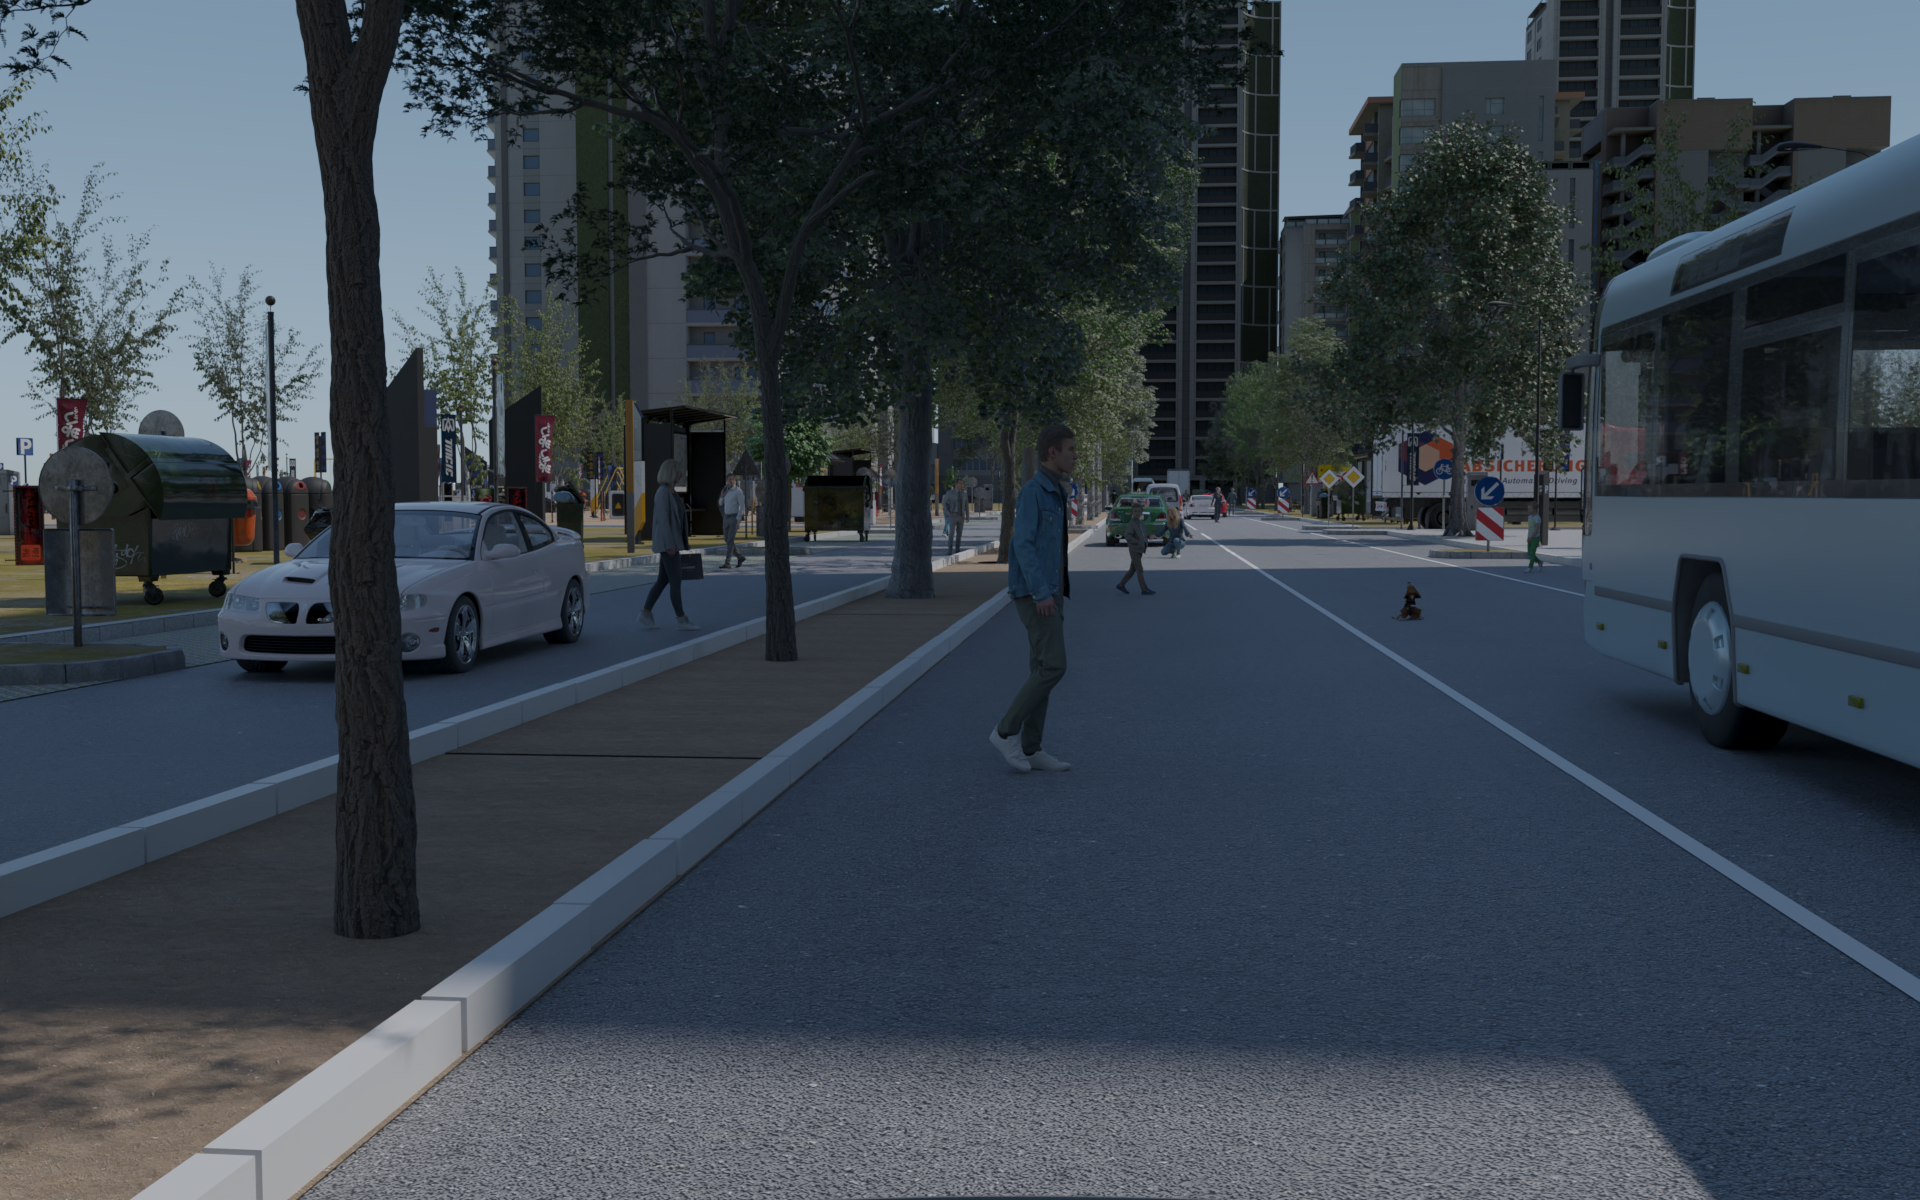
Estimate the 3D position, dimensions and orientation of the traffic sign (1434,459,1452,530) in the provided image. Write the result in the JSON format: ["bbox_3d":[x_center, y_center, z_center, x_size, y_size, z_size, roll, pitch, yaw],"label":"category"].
[{"bbox_3d":[17.367,-3.795,62.147,0.768,2.556,0.104,0,4,7],"label":"traffic sign"}]

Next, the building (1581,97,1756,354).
[{"bbox_3d":[77.961,-33.220,193.253,14.200,45.320,14.600,0,4,6],"label":"building"}]

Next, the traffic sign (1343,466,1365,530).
[{"bbox_3d":[14.015,-3.553,61.732,0.795,2.450,0.064,0,4,6],"label":"traffic sign"}]

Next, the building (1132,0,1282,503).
[{"bbox_3d":[35.433,-49.629,249.680,20.611,71.187,20.563,0,4,6],"label":"building"}]

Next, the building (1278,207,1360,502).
[{"bbox_3d":[52.728,-34.413,246.238,14.086,41.232,14.154,0,4,6],"label":"building"}]

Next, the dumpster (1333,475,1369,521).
[{"bbox_3d":[18.741,-4.929,83.085,1.502,2.255,1.985,0,4,6],"label":"dumpster"}]

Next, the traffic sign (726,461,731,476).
[{"bbox_3d":[-8.769,-3.873,63.437,0.768,2.556,0.104,1,4,11],"label":"traffic sign"}]

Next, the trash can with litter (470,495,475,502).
[{"bbox_3d":[-24.294,-4.667,87.368,2.233,1.210,1.678,-1,4,-14],"label":"trash can with litter"}]

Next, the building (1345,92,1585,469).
[{"bbox_3d":[53.957,-32.639,188.279,22.147,44.769,28.867,0,4,6],"label":"building"}]

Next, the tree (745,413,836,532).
[{"bbox_3d":[-5.791,-4.576,58.537,4.285,4.588,4.351,0,3,0],"label":"tree"}]

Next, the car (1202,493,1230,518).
[{"bbox_3d":[15.639,-6.016,107.405,2.155,1.783,4.494,0,4,7],"label":"car"}]

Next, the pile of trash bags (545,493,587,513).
[{"bbox_3d":[-27.028,-6.637,118.267,3.447,1.369,1.912,1,4,18],"label":"pile of trash bags"}]

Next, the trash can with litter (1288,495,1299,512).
[{"bbox_3d":[23.196,-6.836,122.824,1.678,1.210,2.233,1,4,22],"label":"trash can with litter"}]

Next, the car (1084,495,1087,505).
[{"bbox_3d":[14.452,-11.500,200.393,2.083,1.381,4.827,0,4,5],"label":"car"}]

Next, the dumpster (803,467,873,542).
[{"bbox_3d":[-3.666,-2.872,51.912,1.985,2.255,1.502,0,4,7],"label":"dumpster"}]

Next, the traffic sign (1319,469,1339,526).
[{"bbox_3d":[14.839,-4.039,69.675,0.795,2.450,0.064,0,4,6],"label":"traffic sign"}]

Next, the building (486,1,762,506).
[{"bbox_3d":[-39.476,-40.410,202.700,28.212,58.520,21.231,0,4,6],"label":"building"}]

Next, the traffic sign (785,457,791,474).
[{"bbox_3d":[-5.729,-3.338,54.675,0.768,2.556,0.104,0,4,8],"label":"traffic sign"}]

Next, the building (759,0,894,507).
[{"bbox_3d":[-18.617,-37.911,161.844,21.231,58.520,28.212,0,4,6],"label":"building"}]

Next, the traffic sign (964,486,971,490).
[{"bbox_3d":[0.358,-7.691,125.754,0.884,2.594,0.081,1,4,15],"label":"traffic sign"}]

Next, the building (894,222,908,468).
[{"bbox_3d":[-15.053,-46.531,199.038,20.611,71.187,20.563,0,4,6],"label":"building"}]

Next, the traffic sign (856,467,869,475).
[{"bbox_3d":[-4.591,-5.033,82.396,0.768,2.556,0.104,1,4,13],"label":"traffic sign"}]

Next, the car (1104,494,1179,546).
[{"bbox_3d":[5.112,-2.274,48.976,2.131,1.459,4.920,0,4,8],"label":"car"}]

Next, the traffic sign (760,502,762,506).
[{"bbox_3d":[-8.306,-4.408,72.180,0.768,2.556,0.104,1,4,12],"label":"traffic sign"}]

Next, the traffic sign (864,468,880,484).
[{"bbox_3d":[-3.887,-4.544,75.487,0.795,2.450,0.064,1,4,12],"label":"traffic sign"}]

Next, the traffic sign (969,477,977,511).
[{"bbox_3d":[0.914,-7.907,129.386,0.768,2.556,0.104,0,4,7],"label":"traffic sign"}]

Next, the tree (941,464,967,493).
[{"bbox_3d":[-0.535,-7.110,110.851,1.663,3.219,1.824,0,3,0],"label":"tree"}]

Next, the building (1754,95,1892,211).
[{"bbox_3d":[92.133,-33.159,192.256,14.200,45.320,14.600,0,4,6],"label":"building"}]

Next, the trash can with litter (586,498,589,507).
[{"bbox_3d":[-29.085,-7.511,134.184,0.624,1.170,1.055,1,4,13],"label":"trash can with litter"}]

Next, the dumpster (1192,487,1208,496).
[{"bbox_3d":[29.566,-12.746,213.342,1.985,2.255,1.502,0,4,6],"label":"dumpster"}]

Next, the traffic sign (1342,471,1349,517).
[{"bbox_3d":[21.642,-5.895,96.483,0.768,2.556,0.104,1,4,16],"label":"traffic sign"}]

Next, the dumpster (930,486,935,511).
[{"bbox_3d":[-2.224,-5.643,94.751,1.502,2.255,1.985,0,4,6],"label":"dumpster"}]

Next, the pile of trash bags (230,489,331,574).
[{"bbox_3d":[-10.295,-1.124,28.124,3.447,1.369,1.912,0,4,-2],"label":"pile of trash bags"}]

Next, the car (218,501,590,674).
[{"bbox_3d":[-4.734,-0.186,15.401,2.083,1.381,4.827,0,4,5],"label":"car"}]

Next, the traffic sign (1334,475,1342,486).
[{"bbox_3d":[25.141,-7.059,115.526,0.768,2.556,0.104,0,4,7],"label":"traffic sign"}]

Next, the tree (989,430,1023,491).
[{"bbox_3d":[4.142,-12.025,146.969,4.360,8.622,3.978,0,3,0],"label":"tree"}]

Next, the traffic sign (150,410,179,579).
[{"bbox_3d":[-12.085,-1.596,26.206,0.768,2.556,0.104,1,4,9],"label":"traffic sign"}]

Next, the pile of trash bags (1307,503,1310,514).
[{"bbox_3d":[22.772,-6.019,108.160,1.912,1.369,3.447,0,4,5],"label":"pile of trash bags"}]

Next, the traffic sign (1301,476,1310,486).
[{"bbox_3d":[23.802,-7.266,118.904,0.768,2.556,0.104,1,4,8],"label":"traffic sign"}]

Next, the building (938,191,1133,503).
[{"bbox_3d":[11.184,-43.479,252.881,28.212,58.520,21.231,0,4,6],"label":"building"}]

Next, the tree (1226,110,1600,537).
[{"bbox_3d":[15.003,-8.262,52.090,9.611,12.733,9.660,0,3,0],"label":"tree"}]

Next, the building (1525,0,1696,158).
[{"bbox_3d":[91.893,-49.310,244.473,20.611,71.187,20.563,0,4,6],"label":"building"}]

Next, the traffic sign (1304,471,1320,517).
[{"bbox_3d":[19.379,-5.833,95.370,0.884,2.594,0.081,1,4,12],"label":"traffic sign"}]

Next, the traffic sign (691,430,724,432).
[{"bbox_3d":[-8.595,-3.751,55.204,2.265,3.308,0.079,1,4,10],"label":"traffic sign"}]

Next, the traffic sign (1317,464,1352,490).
[{"bbox_3d":[25.071,-7.464,115.904,2.265,3.308,0.079,1,4,9],"label":"traffic sign"}]

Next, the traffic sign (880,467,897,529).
[{"bbox_3d":[-2.539,-3.659,63.464,0.795,2.450,0.064,0,4,6],"label":"traffic sign"}]

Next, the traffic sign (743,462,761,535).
[{"bbox_3d":[-6.538,-3.200,54.454,0.606,2.300,0.079,1,4,10],"label":"traffic sign"}]

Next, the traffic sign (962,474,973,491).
[{"bbox_3d":[0.421,-6.844,111.906,0.884,2.594,0.081,0,4,7],"label":"traffic sign"}]

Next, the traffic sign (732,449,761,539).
[{"bbox_3d":[-6.126,-3.033,49.596,0.884,2.594,0.081,1,4,13],"label":"traffic sign"}]

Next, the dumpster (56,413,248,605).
[{"bbox_3d":[-9.699,-1.113,20.688,1.502,2.255,1.985,0,4,6],"label":"dumpster"}]

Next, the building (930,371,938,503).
[{"bbox_3d":[-16.080,-41.036,260.173,27.495,52.752,28.713,0,4,6],"label":"building"}]

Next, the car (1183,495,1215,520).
[{"bbox_3d":[13.712,-5.261,98.382,2.083,1.381,4.827,0,4,4],"label":"car"}]

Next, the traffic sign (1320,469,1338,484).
[{"bbox_3d":[19.169,-5.507,90.042,0.884,2.594,0.081,1,4,14],"label":"traffic sign"}]

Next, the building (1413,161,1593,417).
[{"bbox_3d":[46.995,-23.350,153.466,14.160,30.474,14.107,0,4,6],"label":"building"}]

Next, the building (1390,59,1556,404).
[{"bbox_3d":[48.515,-29.591,167.399,14.154,41.232,14.086,0,4,6],"label":"building"}]
